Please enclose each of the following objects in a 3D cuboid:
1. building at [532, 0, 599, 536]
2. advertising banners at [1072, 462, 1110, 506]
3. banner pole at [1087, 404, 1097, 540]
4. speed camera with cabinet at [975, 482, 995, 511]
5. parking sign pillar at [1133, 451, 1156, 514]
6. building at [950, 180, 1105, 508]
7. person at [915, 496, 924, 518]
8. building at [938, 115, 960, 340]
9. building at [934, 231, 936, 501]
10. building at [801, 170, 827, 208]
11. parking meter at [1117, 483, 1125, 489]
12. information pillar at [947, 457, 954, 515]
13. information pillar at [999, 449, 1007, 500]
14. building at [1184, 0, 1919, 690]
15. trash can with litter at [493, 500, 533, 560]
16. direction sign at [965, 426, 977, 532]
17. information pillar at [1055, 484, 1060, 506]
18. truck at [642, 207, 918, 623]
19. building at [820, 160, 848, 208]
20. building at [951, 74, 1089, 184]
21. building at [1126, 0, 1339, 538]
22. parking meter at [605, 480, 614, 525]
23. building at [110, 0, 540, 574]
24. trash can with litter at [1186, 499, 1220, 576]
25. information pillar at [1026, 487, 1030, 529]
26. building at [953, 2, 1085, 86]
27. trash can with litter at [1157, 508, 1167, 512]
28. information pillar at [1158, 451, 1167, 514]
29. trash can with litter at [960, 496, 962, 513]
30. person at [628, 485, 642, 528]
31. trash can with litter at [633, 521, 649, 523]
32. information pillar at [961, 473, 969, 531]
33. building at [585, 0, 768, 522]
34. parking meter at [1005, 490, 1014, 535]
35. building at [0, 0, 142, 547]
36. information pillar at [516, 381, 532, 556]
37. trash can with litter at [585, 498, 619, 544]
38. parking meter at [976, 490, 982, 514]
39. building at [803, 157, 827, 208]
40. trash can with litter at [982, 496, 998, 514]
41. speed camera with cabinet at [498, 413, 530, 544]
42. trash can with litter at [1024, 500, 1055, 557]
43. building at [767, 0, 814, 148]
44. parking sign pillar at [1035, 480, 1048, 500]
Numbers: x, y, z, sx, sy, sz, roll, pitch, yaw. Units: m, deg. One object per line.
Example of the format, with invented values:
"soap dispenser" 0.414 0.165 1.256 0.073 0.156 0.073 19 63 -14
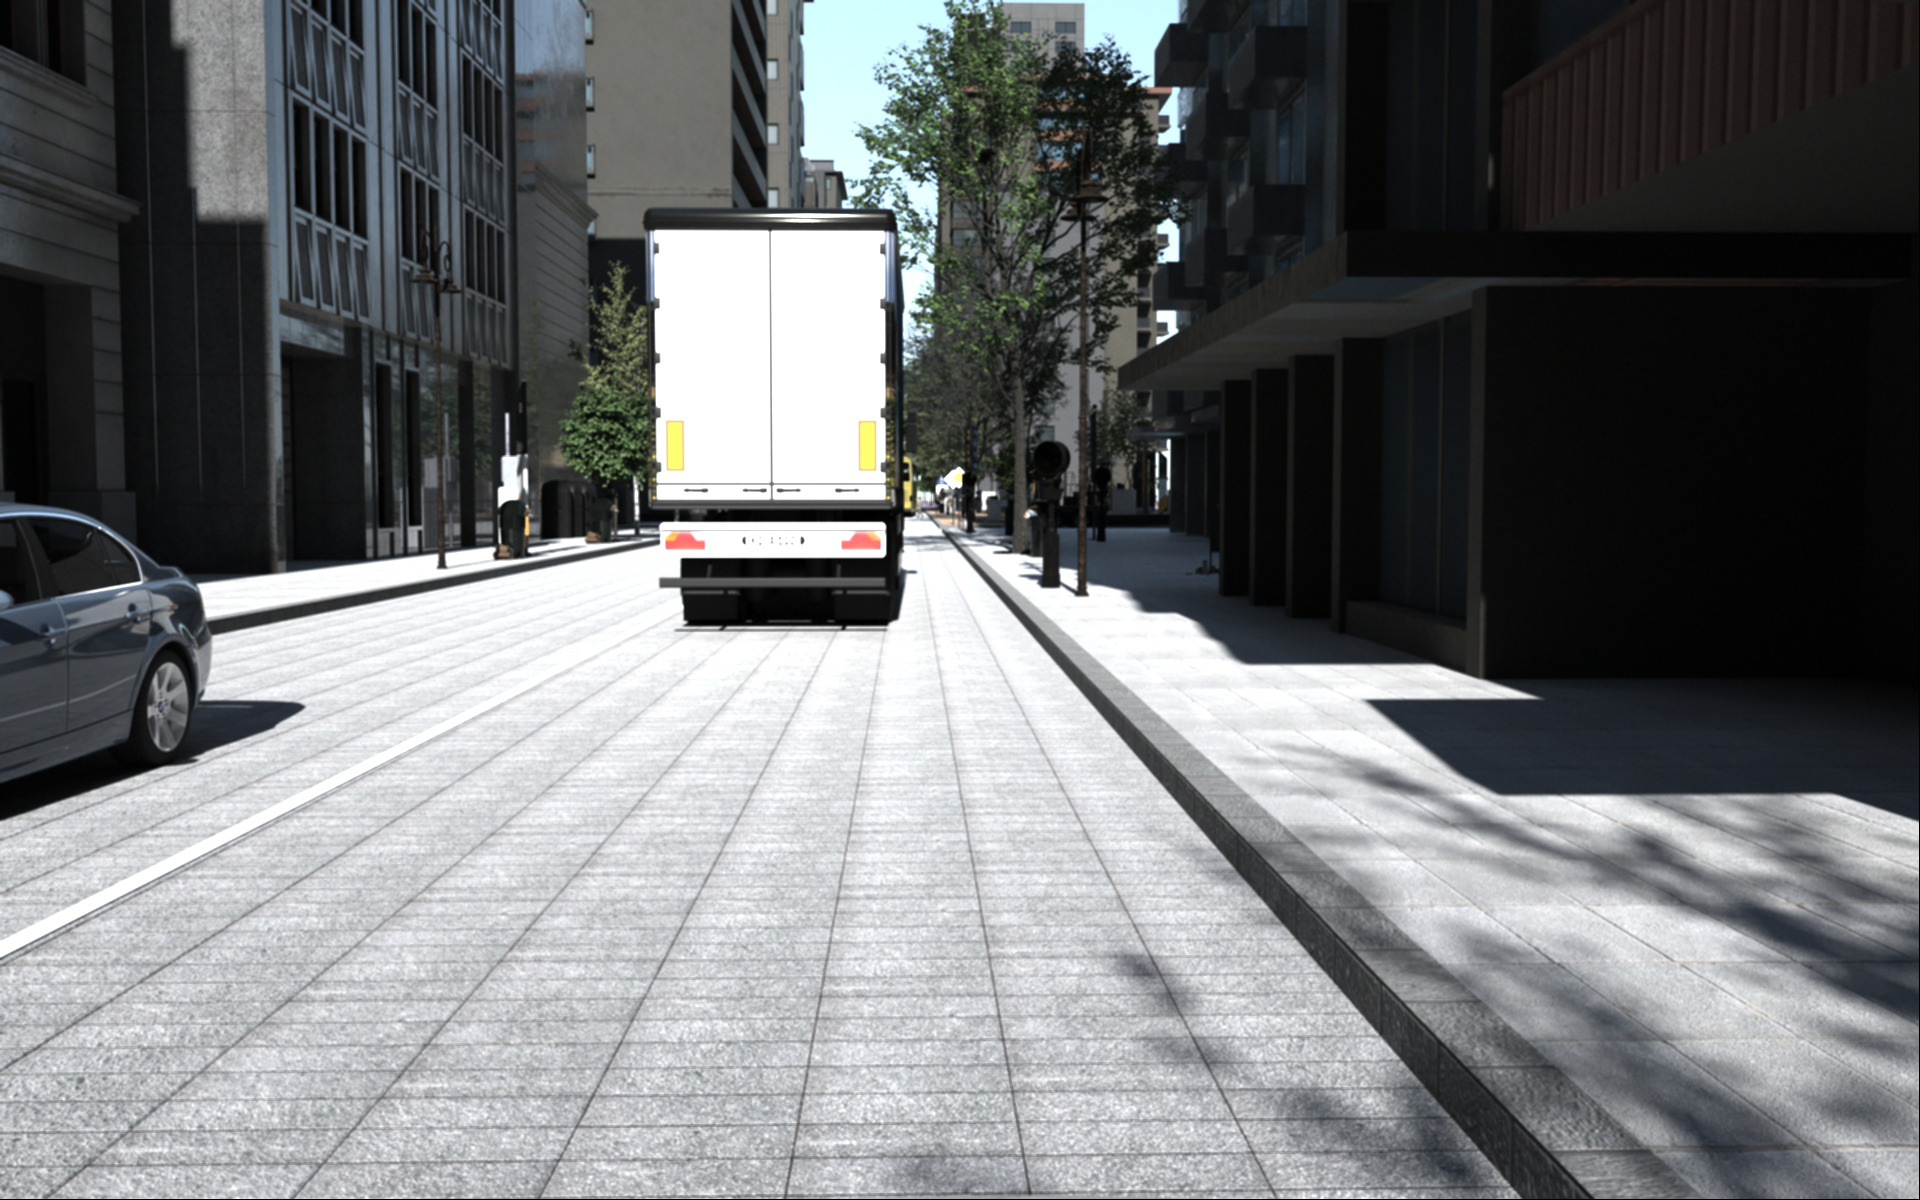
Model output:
"building" -24.978 -15.751 54.796 25.104 27.353 12.463 0 4 -2
"advertising banners" 7.107 -5.985 94.042 2.074 3.025 0.090 0 4 1
"banner pole" 3.697 -3.557 48.168 0.401 3.779 0.863 1 4 15
"speed camera with cabinet" 1.364 -7.551 117.796 2.038 3.252 0.660 -2 4 -24
"parking sign pillar" 11.160 -7.136 105.139 1.447 3.967 1.447 0 4 1
"building" 6.066 -23.979 163.763 14.160 30.474 14.107 0 4 -2
"person" -2.409 -5.514 102.927 0.640 1.303 0.475 2 4 29
"building" 8.217 -35.859 210.001 21.300 48.544 21.600 0 4 -2
"building" 6.378 -41.090 295.525 21.300 48.544 21.600 0 4 -2
"building" -23.677 -32.374 212.910 14.154 41.232 14.086 0 4 -2
"parking meter" 8.586 -5.302 92.394 0.399 1.863 0.255 -3 4 -38
"information pillar" -0.565 -7.051 106.637 0.504 3.616 0.183 -3 5 -43
"information pillar" 2.242 -6.018 89.751 0.504 3.616 0.183 0 4 -3
"building" 13.284 -21.642 8.466 22.147 44.769 28.867 0 4 -2
"trash can with litter" -8.834 -1.392 34.139 0.624 1.170 1.055 0 4 0
"direction sign" 0.370 -4.042 58.088 0.379 3.537 0.876 2 4 26
"information pillar" 5.226 -5.466 93.864 0.304 2.012 0.304 -1 4 -19
"truck" -1.981 -2.060 22.600 2.839 4.237 11.283 0 4 -1
"building" -32.434 -41.965 275.373 28.713 52.752 27.495 0 4 -2
"building" 10.305 -32.438 184.980 22.147 44.769 28.867 0 4 -2
"building" 17.411 -26.083 46.064 23.786 49.044 30.456 0 4 -2
"parking meter" -14.288 -3.985 70.864 0.255 1.863 0.399 2 4 27
"building" -17.257 -13.381 36.799 12.078 24.808 19.932 0 4 -2
"trash can with litter" 4.707 -1.034 27.957 2.233 1.210 1.678 0 4 1
"information pillar" 2.276 -3.454 60.973 0.304 2.012 0.304 1 4 16
"building" 7.242 -50.140 258.044 20.563 71.187 20.611 0 4 -2
"trash can with litter" 14.761 -6.936 124.786 1.055 1.170 0.624 -3 5 -39
"information pillar" 10.932 -6.247 93.494 0.504 3.616 0.183 -1 4 -14
"trash can with litter" 0.242 -6.401 116.044 0.624 1.170 1.055 0 4 3
"person" -12.602 -3.582 67.265 0.583 1.804 0.606 -1 4 -12
"trash can with litter" -15.120 -4.042 77.150 2.233 1.210 1.678 2 4 28
"information pillar" 0.245 -3.445 60.810 0.304 2.012 0.304 -1 4 -23
"building" -21.396 -28.446 88.793 21.300 48.544 21.600 0 4 -2
"parking meter" 1.601 -2.793 54.069 0.372 1.533 0.369 0 3 0
"building" -18.691 -13.910 14.826 14.401 28.519 23.554 0 4 -2
"information pillar" -9.105 -2.733 36.036 0.183 3.616 0.504 -2 4 -31
"trash can with litter" -9.348 -2.061 45.080 0.624 1.170 1.055 1 4 10
"parking meter" 1.232 -6.459 114.021 0.372 1.533 0.369 0 3 0
"building" -30.237 -38.326 246.231 23.786 49.044 30.456 0 4 -2
"trash can with litter" 1.755 -6.062 110.500 0.624 1.170 1.055 -3 4 -36
"speed camera with cabinet" -10.739 -2.897 41.694 0.660 3.252 2.038 -1 4 -10
"trash can with litter" 1.639 -1.476 35.520 0.624 1.170 1.055 0 4 4
"building" -28.386 -34.923 160.224 28.713 52.752 27.495 0 4 -2
"parking sign pillar" 6.541 -9.015 135.863 1.447 3.967 1.447 -1 4 -14
